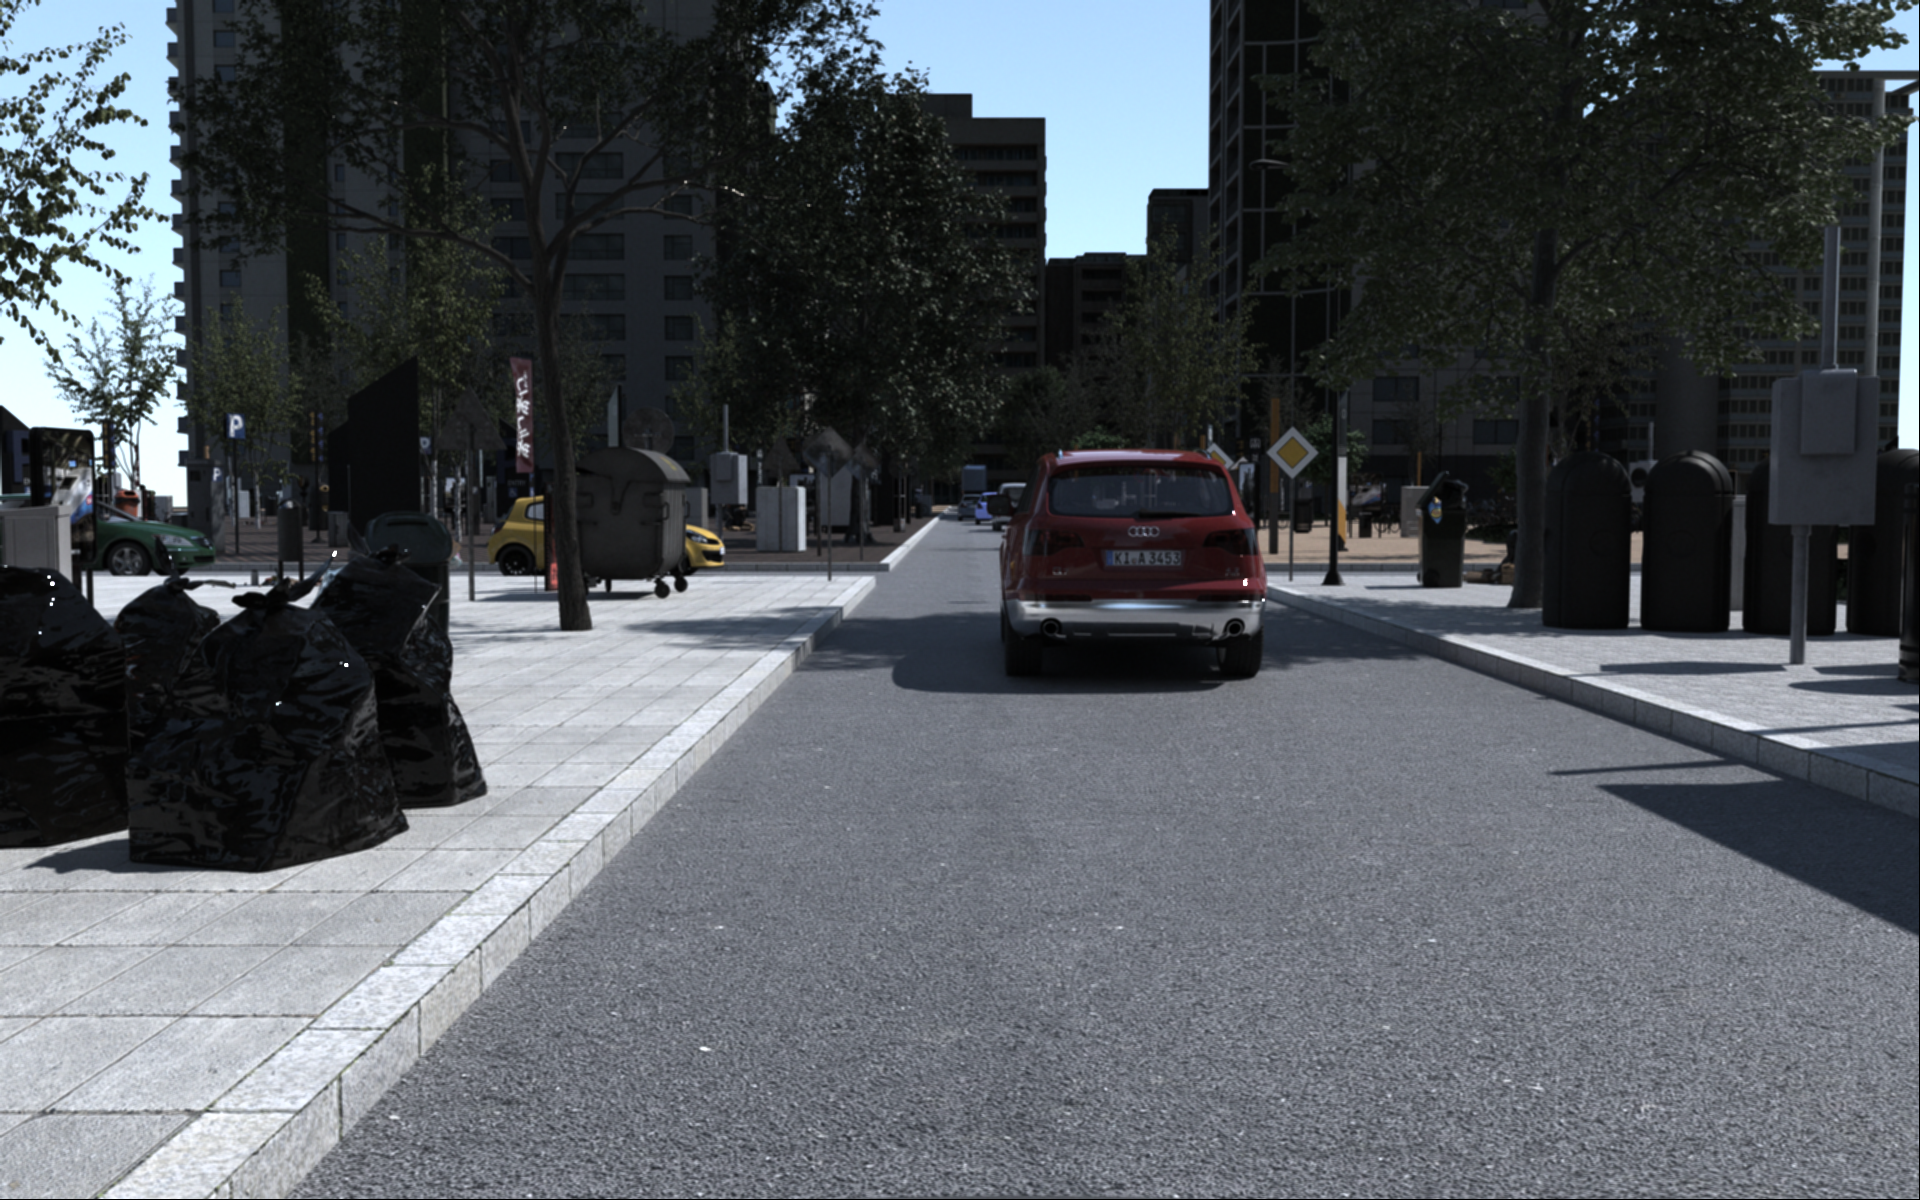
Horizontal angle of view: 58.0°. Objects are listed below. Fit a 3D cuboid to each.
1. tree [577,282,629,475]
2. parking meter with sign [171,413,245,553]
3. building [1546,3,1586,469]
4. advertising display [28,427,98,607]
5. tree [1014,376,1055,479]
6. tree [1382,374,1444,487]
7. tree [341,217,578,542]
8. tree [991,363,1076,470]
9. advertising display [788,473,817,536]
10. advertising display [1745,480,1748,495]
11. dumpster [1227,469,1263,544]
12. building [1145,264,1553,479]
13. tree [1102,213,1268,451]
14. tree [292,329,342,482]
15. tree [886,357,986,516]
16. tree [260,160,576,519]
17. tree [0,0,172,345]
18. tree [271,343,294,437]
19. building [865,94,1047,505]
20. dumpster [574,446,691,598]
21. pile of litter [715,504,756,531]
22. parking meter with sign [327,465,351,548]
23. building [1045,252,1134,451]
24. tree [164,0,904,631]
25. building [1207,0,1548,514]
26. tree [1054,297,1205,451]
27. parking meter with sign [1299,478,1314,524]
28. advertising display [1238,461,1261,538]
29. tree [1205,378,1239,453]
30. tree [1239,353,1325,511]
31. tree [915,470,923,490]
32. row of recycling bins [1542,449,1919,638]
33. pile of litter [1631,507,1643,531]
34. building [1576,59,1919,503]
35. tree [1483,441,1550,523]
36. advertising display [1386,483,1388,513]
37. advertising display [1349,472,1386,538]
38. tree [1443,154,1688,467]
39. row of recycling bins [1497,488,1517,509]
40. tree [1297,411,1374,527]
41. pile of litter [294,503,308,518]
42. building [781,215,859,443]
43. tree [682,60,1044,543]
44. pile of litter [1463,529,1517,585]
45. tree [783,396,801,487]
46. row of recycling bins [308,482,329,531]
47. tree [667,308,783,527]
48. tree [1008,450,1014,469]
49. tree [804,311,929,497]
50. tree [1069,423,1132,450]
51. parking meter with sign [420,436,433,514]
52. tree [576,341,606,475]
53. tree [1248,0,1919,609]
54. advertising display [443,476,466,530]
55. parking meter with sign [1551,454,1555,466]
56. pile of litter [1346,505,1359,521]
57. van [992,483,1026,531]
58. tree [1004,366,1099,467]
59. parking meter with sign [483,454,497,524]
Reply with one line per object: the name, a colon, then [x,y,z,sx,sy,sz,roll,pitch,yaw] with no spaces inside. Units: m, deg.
tree: [-12.698,-6.469,56.133,4.360,8.622,3.978,0,3,0]
parking meter with sign: [-16.459,-2.540,37.784,1.738,3.016,0.543,1,4,20]
building: [46.014,-32.923,161.996,21.600,48.544,21.300,0,4,0]
advertising display: [-8.793,-0.722,17.018,0.123,1.923,0.974,0,4,2]
tree: [5.473,-8.300,86.075,4.360,8.622,3.978,0,3,0]
tree: [28.129,-9.557,106.625,4.360,8.622,3.978,0,3,0]
tree: [-13.371,-5.877,46.455,4.360,8.622,3.978,0,3,0]
tree: [5.922,-12.921,137.021,9.928,11.665,9.643,0,3,0]
advertising display: [-4.781,-2.907,52.739,0.974,1.923,0.123,2,4,24]
advertising display: [36.807,-4.574,79.996,0.974,1.923,0.123,2,4,30]
dumpster: [6.429,-2.155,40.988,1.264,1.857,1.865,0,4,0]
building: [30.798,-18.316,144.503,27.650,21.520,28.899,0,4,0]
tree: [5.952,-5.877,46.455,4.737,8.622,4.395,0,3,0]
tree: [-19.256,-6.554,57.520,4.360,8.622,3.978,0,3,0]
tree: [-2.157,-12.063,115.356,7.486,12.596,7.792,0,3,0]
tree: [-11.753,-5.345,37.748,4.737,8.622,4.395,0,3,0]
tree: [-11.465,-4.238,19.662,4.737,8.622,4.395,0,3,0]
tree: [-28.837,-7.788,77.690,4.360,8.622,3.978,0,3,0]
building: [-0.533,-36.066,213.374,21.600,48.544,21.300,0,4,0]
dumpster: [-4.166,-0.989,21.922,1.264,1.857,1.865,0,4,0]
pile of litter: [-7.676,-2.842,60.428,1.719,0.858,1.176,1,4,17]
parking meter with sign: [-14.442,-2.797,41.999,0.543,3.016,1.738,3,5,42]
building: [17.323,-26.802,209.911,14.107,30.474,14.160,0,4,0]
tree: [-3.960,-4.996,16.095,7.601,10.594,8.767,1,4,9]
building: [26.457,-41.567,117.880,20.563,71.187,20.611,0,4,0]
tree: [6.426,-7.032,65.327,4.360,8.622,3.978,0,3,0]
parking meter with sign: [15.116,-4.847,75.508,0.543,3.016,1.738,0,4,-7]
advertising display: [5.755,-1.792,34.514,0.123,1.923,0.974,-1,4,-11]
tree: [15.168,-9.539,106.322,4.360,8.622,3.978,0,3,0]
tree: [16.867,-8.556,90.249,4.360,8.622,3.978,0,3,0]
tree: [-3.258,-11.394,136.655,4.737,8.622,4.395,0,3,0]
row of recycling bins: [7.323,-0.557,16.226,3.534,1.692,1.069,1,4,20]
pile of litter: [23.075,-2.801,59.767,1.719,0.858,1.176,0,4,6]
building: [68.799,-28.477,157.480,23.993,40.220,32.217,0,4,0]
tree: [20.423,-4.233,63.810,1.663,3.219,1.824,0,3,0]
advertising display: [24.168,-5.745,99.152,0.123,1.923,0.974,-1,4,-19]
advertising display: [11.932,-2.796,50.930,0.974,1.923,0.123,2,4,23]
tree: [12.829,-5.257,36.320,4.360,8.622,3.978,0,3,0]
row of recycling bins: [32.233,-5.764,101.359,1.069,1.692,3.534,0,4,4]
tree: [14.581,-5.178,68.374,4.285,4.588,4.351,0,3,0]
pile of litter: [-33.610,-4.510,87.703,1.719,0.858,1.176,0,4,-2]
building: [-23.318,-32.233,218.894,23.993,40.220,32.217,0,4,0]
tree: [-2.642,-7.868,45.653,9.611,12.733,9.660,0,3,0]
pile of litter: [7.846,-0.666,24.856,1.176,0.858,1.719,0,4,6]
tree: [-10.098,-8.458,88.644,4.737,8.622,4.395,0,3,0]
row of recycling bins: [-21.214,-3.315,61.313,3.534,1.692,1.069,-1,4,-15]
tree: [-9.459,-7.155,67.349,4.737,8.622,4.395,0,3,0]
tree: [6.830,-12.604,156.432,4.360,8.622,3.978,0,3,0]
tree: [-3.741,-6.965,64.237,4.360,8.622,3.978,0,3,0]
tree: [6.458,-5.912,80.375,4.285,4.588,4.351,0,3,0]
parking meter with sign: [-16.548,-3.396,51.793,0.543,3.016,1.738,2,4,26]
tree: [-18.078,-7.907,79.645,4.737,8.622,4.395,0,3,0]
tree: [6.846,-6.190,19.331,7.486,12.596,7.792,0,3,0]
advertising display: [-18.131,-3.495,62.361,0.974,1.923,0.123,-3,5,-43]
parking meter with sign: [25.591,-4.744,73.822,0.543,3.016,1.738,1,4,11]
pile of litter: [19.014,-4.309,84.425,1.176,0.858,1.719,1,4,13]
van: [2.141,-3.721,67.848,2.013,2.044,4.112,0,4,-1]
tree: [6.105,-11.679,125.369,8.767,10.594,7.601,-1,4,-22]
parking meter with sign: [-20.088,-4.802,74.767,0.543,3.016,1.738,-3,5,-41]
